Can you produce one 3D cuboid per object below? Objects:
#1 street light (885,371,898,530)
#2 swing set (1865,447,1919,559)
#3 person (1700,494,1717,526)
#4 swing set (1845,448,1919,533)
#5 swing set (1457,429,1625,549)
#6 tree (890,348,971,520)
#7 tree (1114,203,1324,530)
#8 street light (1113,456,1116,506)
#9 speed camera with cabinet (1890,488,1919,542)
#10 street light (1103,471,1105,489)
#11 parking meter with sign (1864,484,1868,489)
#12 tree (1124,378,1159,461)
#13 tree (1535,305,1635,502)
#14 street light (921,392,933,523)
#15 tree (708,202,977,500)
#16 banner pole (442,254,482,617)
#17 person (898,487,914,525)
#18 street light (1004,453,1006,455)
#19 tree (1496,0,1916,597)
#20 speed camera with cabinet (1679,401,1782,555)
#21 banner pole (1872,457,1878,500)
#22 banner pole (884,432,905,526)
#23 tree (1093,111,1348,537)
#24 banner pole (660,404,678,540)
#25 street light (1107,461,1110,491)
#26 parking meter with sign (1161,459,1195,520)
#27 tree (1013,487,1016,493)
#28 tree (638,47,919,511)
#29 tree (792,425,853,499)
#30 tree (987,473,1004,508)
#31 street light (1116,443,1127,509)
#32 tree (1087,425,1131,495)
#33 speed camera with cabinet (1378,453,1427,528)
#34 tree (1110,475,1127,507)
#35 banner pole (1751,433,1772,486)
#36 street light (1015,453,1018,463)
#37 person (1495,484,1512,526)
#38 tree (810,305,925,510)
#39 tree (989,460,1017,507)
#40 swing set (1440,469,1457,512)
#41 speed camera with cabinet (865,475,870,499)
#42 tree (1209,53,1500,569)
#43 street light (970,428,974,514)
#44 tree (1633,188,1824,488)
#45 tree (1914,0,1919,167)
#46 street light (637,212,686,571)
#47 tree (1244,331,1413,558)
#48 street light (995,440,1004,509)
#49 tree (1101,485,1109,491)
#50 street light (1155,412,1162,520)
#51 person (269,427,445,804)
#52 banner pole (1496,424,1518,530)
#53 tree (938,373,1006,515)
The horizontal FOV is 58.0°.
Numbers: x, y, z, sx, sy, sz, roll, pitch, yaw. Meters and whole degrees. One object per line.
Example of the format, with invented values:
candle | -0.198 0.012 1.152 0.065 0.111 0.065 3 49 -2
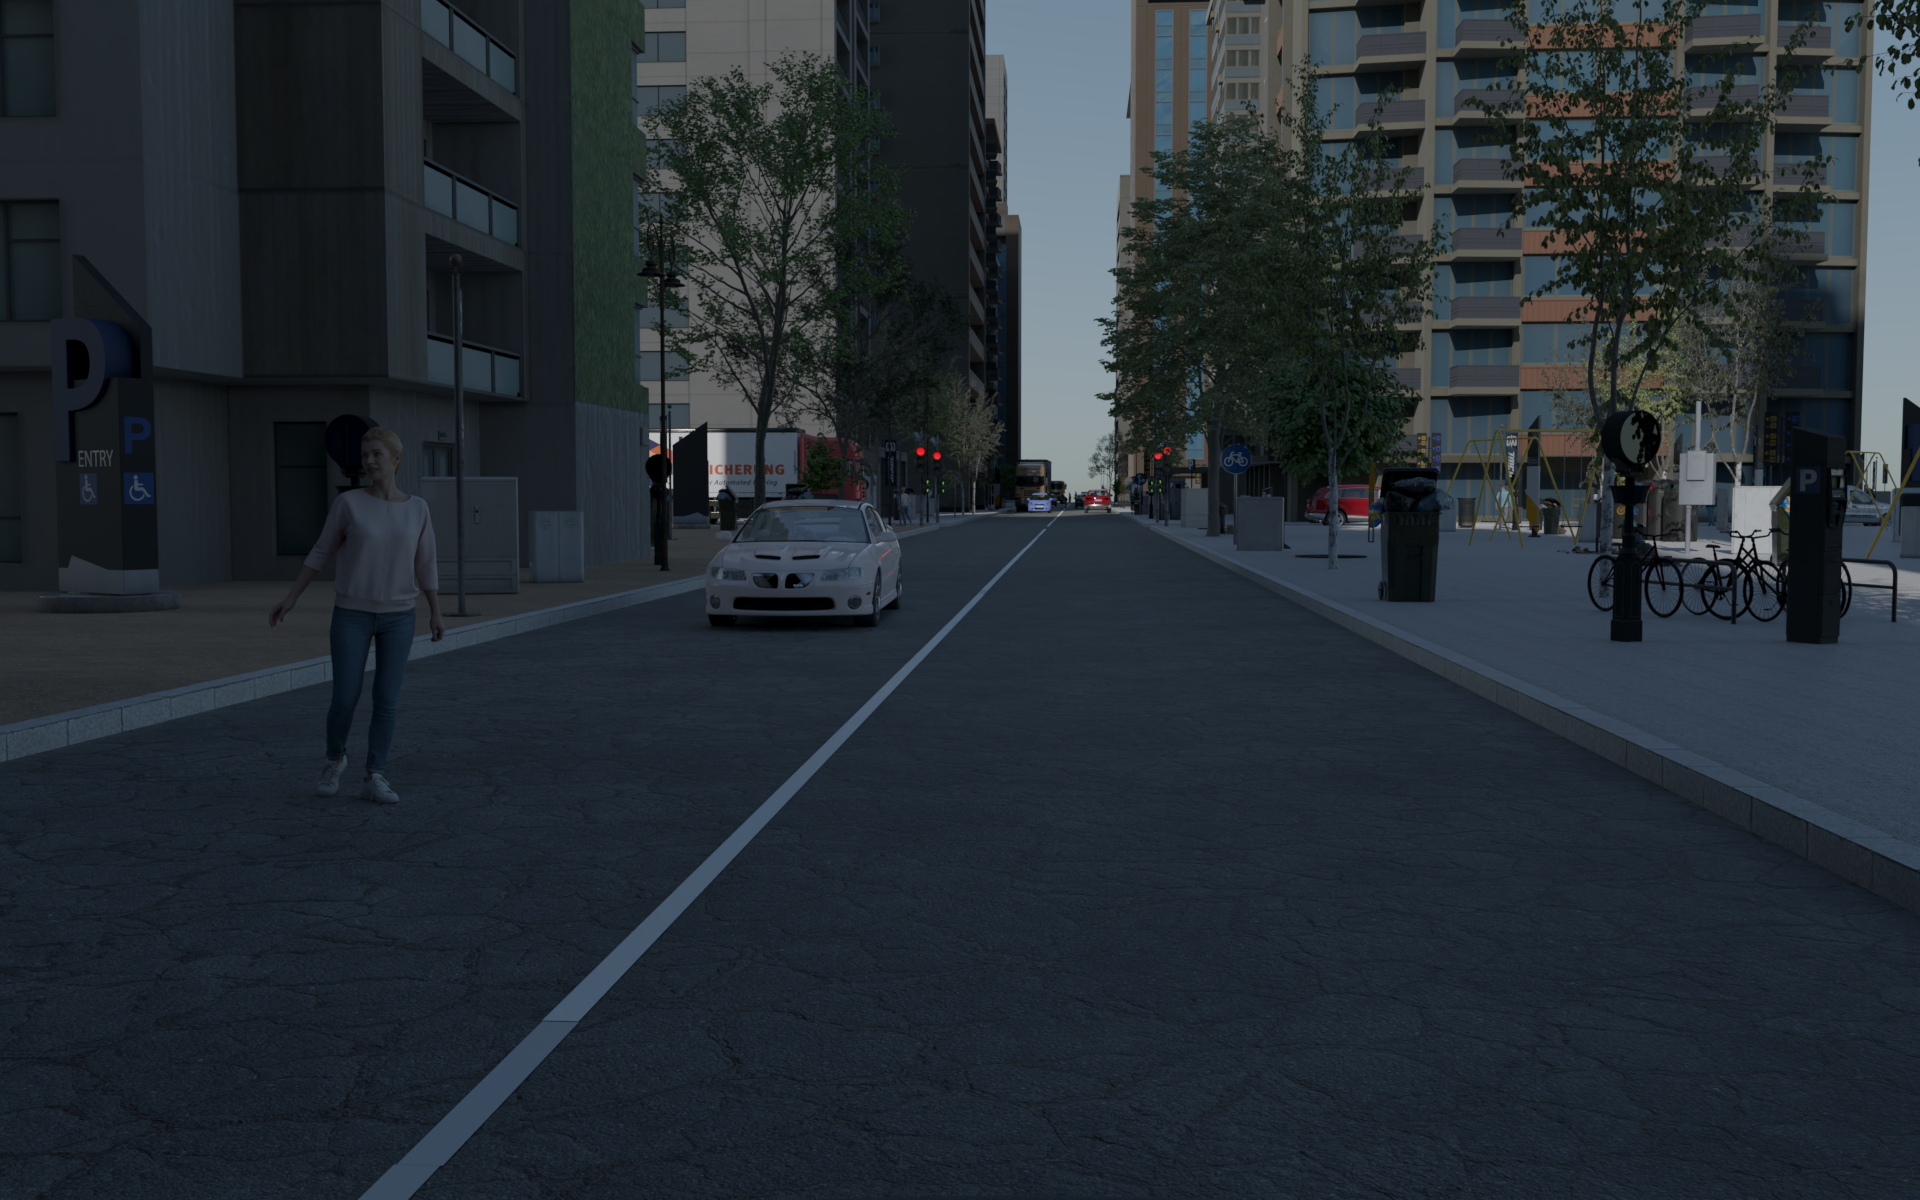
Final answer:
street light | -2.532 -5.470 62.230 0.468 5.910 1.993 0 4 4
swing set | 18.779 -2.093 31.839 3.119 2.851 2.862 -2 4 -32
person | 31.344 -3.883 72.335 0.721 1.781 0.623 3 4 36
swing set | 33.270 -4.048 63.798 3.119 2.851 2.862 -3 5 -43
swing set | 14.220 -2.715 42.005 3.119 2.851 2.862 -1 4 -9
tree | -1.272 -8.323 86.448 4.737 8.622 4.395 0 3 0
tree | 9.190 -8.351 62.287 9.928 11.665 9.643 0 3 0
street light | 17.244 -13.476 193.114 0.468 5.910 1.993 0 4 4
speed camera with cabinet | 26.018 -3.168 46.132 2.038 3.252 0.660 1 4 22
street light | 20.724 -16.556 243.475 0.468 5.910 1.993 0 4 4
parking meter with sign | 68.498 -8.270 131.471 0.543 3.016 1.738 -3 4 -37
tree | 11.340 -9.014 97.748 4.737 8.622 4.395 0 3 0
tree | 23.965 -7.021 65.156 4.360 8.622 3.978 0 3 0
street light | -1.458 -6.421 77.774 0.468 5.910 1.993 0 4 4
tree | -3.886 -7.416 55.666 8.767 10.594 7.601 -1 4 -9
banner pole | -5.297 -1.735 18.381 0.401 3.779 0.863 -1 4 -11
person | -2.262 -4.014 74.809 0.598 1.740 0.731 3 5 41
street light | 3.820 -11.093 154.150 0.468 5.910 1.993 0 4 4
tree | 8.267 -4.338 21.292 4.737 8.622 4.395 0 3 0
speed camera with cabinet | 16.440 -2.601 36.858 2.038 3.252 0.660 2 4 29
banner pole | 61.567 -7.741 116.589 0.401 3.779 0.863 0 4 8
banner pole | -2.642 -4.896 70.059 0.863 3.779 0.401 0 4 3
tree | 8.052 -8.177 51.828 7.486 12.596 7.792 0 3 0
banner pole | -8.212 -3.574 48.456 0.401 3.779 0.863 -2 4 -35
street light | 19.566 -15.557 227.144 0.468 5.910 1.993 0 4 4
parking meter with sign | 10.756 -5.479 85.847 1.738 3.016 0.543 -1 4 -22
tree | 6.768 -12.690 202.088 1.663 3.219 1.824 0 3 0
tree | -4.594 -7.030 40.694 9.928 11.665 9.643 0 3 0
tree | -4.048 -3.327 49.003 1.663 3.219 1.824 0 3 0
tree | 3.288 -10.223 161.750 1.663 3.219 1.824 0 3 0
street light | 14.893 -11.436 159.758 0.468 5.910 1.993 0 4 4
tree | 20.616 -18.397 235.196 7.601 10.594 8.767 1 4 17
speed camera with cabinet | 16.910 -4.362 65.659 2.038 3.252 0.660 3 5 43
tree | 18.046 -12.282 195.414 1.663 3.219 1.824 0 3 0
banner pole | 28.791 -4.405 62.036 0.863 3.779 0.401 0 4 6
street light | 6.202 -13.170 188.117 0.468 5.910 1.993 0 4 4
person | 22.868 -3.953 72.999 0.638 1.841 0.748 3 5 39
tree | -3.524 -7.107 66.563 4.360 8.622 3.978 0 3 0
tree | 4.406 -11.215 167.081 4.285 4.588 4.351 0 3 0
swing set | 15.166 -3.127 48.746 2.862 2.851 3.119 -1 4 -19
speed camera with cabinet | -5.292 -5.367 82.090 2.038 3.252 0.660 -2 4 -25
tree | 6.308 -4.816 29.107 4.737 8.622 4.395 0 3 0
street light | 0.843 -8.471 111.290 0.468 5.910 1.993 0 4 4
tree | 19.034 -5.631 42.424 4.360 8.622 3.978 0 3 0
tree | 8.331 -3.755 11.755 4.737 8.622 4.395 0 3 0
street light | -4.933 -3.424 28.764 0.468 5.910 1.993 0 4 4
tree | 7.454 -3.142 35.080 4.285 4.588 4.351 0 3 0
street light | 3.196 -10.511 144.647 0.468 5.910 1.993 0 4 4
tree | 25.412 -19.168 308.002 1.663 3.219 1.824 0 3 0
street light | 9.713 -6.804 84.038 0.468 5.910 1.993 0 4 4
person | -2.856 0.065 8.109 0.731 1.740 0.598 -3 4 -38
banner pole | 19.549 -4.397 61.905 0.863 3.779 0.401 3 5 44
tree | 0.266 -9.445 104.784 4.360 8.622 3.978 0 3 0
